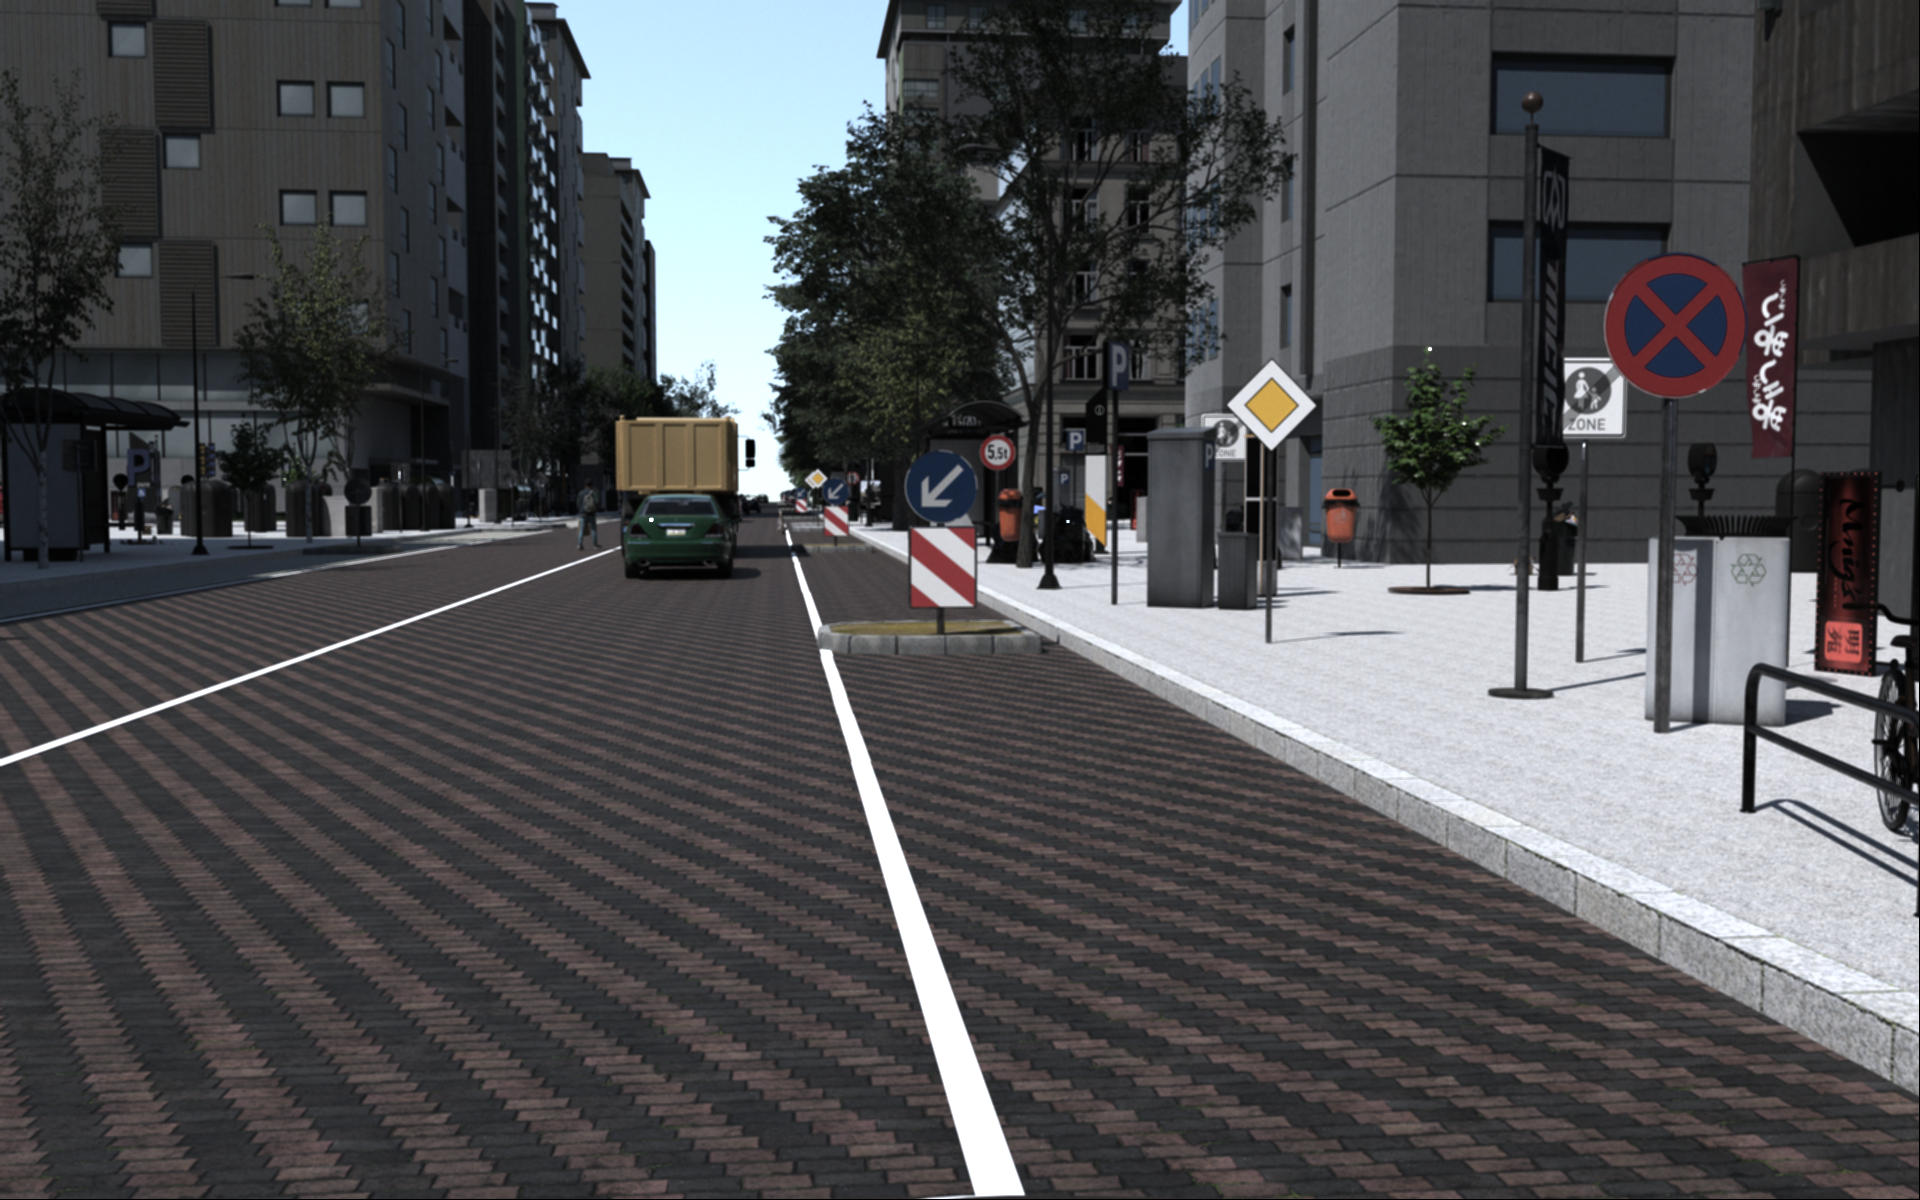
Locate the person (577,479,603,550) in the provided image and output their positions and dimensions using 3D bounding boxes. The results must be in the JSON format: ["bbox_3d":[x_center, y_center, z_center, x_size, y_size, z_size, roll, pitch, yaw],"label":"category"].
[{"bbox_3d":[-9.525,-2.185,44.209,0.794,1.824,0.713,2,4,31],"label":"person"}]

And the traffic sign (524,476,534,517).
[{"bbox_3d":[-23.766,-5.705,95.405,0.606,2.300,0.079,0,4,1],"label":"traffic sign"}]

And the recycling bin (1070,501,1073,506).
[{"bbox_3d":[3.884,-3.280,66.176,0.722,1.027,0.722,1,4,18],"label":"recycling bin"}]

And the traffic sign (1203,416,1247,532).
[{"bbox_3d":[3.395,-1.234,22.298,0.606,2.300,0.079,0,4,-6],"label":"traffic sign"}]

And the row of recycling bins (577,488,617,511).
[{"bbox_3d":[-27.097,-7.390,127.947,3.534,1.692,1.069,0,4,-5],"label":"row of recycling bins"}]

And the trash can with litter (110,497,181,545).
[{"bbox_3d":[-21.033,-2.052,44.602,1.678,1.210,2.233,-2,4,-27],"label":"trash can with litter"}]

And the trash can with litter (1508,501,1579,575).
[{"bbox_3d":[9.215,-0.976,27.349,1.055,1.170,0.624,1,4,20],"label":"trash can with litter"}]

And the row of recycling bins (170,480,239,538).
[{"bbox_3d":[-22.769,-2.755,52.163,1.069,1.692,3.534,-2,4,-35],"label":"row of recycling bins"}]

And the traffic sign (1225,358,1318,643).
[{"bbox_3d":[2.652,-0.835,14.831,0.795,2.450,0.064,0,4,-4],"label":"traffic sign"}]

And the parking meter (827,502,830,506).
[{"bbox_3d":[-8.666,-6.562,115.698,0.372,1.533,0.369,0,3,0],"label":"parking meter"}]

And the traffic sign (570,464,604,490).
[{"bbox_3d":[-25.477,-7.616,118.387,2.265,3.308,0.079,0,4,-1],"label":"traffic sign"}]

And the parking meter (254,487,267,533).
[{"bbox_3d":[-23.359,-3.021,57.808,0.372,1.533,0.369,0,3,0],"label":"parking meter"}]

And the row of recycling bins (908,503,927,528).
[{"bbox_3d":[-0.809,-2.546,48.741,1.069,1.692,3.534,1,4,10],"label":"row of recycling bins"}]

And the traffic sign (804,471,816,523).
[{"bbox_3d":[-6.407,-4.405,75.671,0.795,2.450,0.064,0,4,-6],"label":"traffic sign"}]

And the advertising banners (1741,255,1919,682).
[{"bbox_3d":[6.327,-0.982,12.251,0.090,3.025,2.074,-1,4,-23],"label":"advertising banners"}]

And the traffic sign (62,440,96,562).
[{"bbox_3d":[-16.611,-1.869,32.683,0.606,2.300,0.079,0,4,-3],"label":"traffic sign"}]

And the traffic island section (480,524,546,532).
[{"bbox_3d":[-17.208,-2.709,66.569,2.009,0.180,2.903,0,4,-6],"label":"traffic island section"}]

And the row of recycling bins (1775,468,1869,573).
[{"bbox_3d":[15.014,-1.265,27.798,3.534,1.692,1.069,2,4,30],"label":"row of recycling bins"}]

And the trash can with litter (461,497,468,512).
[{"bbox_3d":[-35.095,-6.831,123.079,1.055,1.170,0.624,2,4,34],"label":"trash can with litter"}]

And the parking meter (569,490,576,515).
[{"bbox_3d":[-23.253,-5.847,104.010,0.372,1.533,0.369,0,3,0],"label":"parking meter"}]

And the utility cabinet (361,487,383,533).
[{"bbox_3d":[-19.575,-2.950,56.915,1.173,1.500,0.318,1,4,16],"label":"utility cabinet"}]

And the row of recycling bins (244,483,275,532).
[{"bbox_3d":[-24.479,-3.272,60.607,1.069,1.692,3.534,-1,4,-20],"label":"row of recycling bins"}]

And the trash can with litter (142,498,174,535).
[{"bbox_3d":[-25.365,-2.645,54.636,1.055,1.170,0.624,-1,4,-20],"label":"trash can with litter"}]

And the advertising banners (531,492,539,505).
[{"bbox_3d":[-31.513,-7.887,125.135,2.074,3.025,0.090,-1,4,-11],"label":"advertising banners"}]

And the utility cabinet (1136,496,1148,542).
[{"bbox_3d":[4.894,-2.160,46.470,0.306,1.237,1.020,1,4,9],"label":"utility cabinet"}]

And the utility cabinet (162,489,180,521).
[{"bbox_3d":[-36.355,-4.358,79.931,0.318,1.500,1.173,0,4,5],"label":"utility cabinet"}]

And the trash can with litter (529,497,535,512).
[{"bbox_3d":[-30.381,-6.868,123.681,1.055,1.170,0.624,-2,4,-23],"label":"trash can with litter"}]

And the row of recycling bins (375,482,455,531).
[{"bbox_3d":[-19.476,-3.360,62.050,1.069,1.692,3.534,2,4,28],"label":"row of recycling bins"}]

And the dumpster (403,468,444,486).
[{"bbox_3d":[-20.082,-3.813,64.842,1.502,2.255,1.985,0,4,-6],"label":"dumpster"}]

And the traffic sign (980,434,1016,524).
[{"bbox_3d":[0.804,-2.258,37.022,0.768,2.556,0.104,0,4,1],"label":"traffic sign"}]

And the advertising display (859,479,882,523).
[{"bbox_3d":[-3.910,-4.321,75.858,0.974,1.923,0.123,1,4,8],"label":"advertising display"}]

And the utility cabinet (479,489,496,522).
[{"bbox_3d":[-21.112,-4.210,77.510,0.318,1.500,1.173,1,4,11],"label":"utility cabinet"}]

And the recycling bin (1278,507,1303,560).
[{"bbox_3d":[6.298,-1.303,33.855,0.722,1.027,0.722,0,4,4],"label":"recycling bin"}]

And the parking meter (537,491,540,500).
[{"bbox_3d":[-33.617,-7.926,137.997,0.372,1.533,0.369,0,3,0],"label":"parking meter"}]

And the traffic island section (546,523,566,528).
[{"bbox_3d":[-18.059,-3.194,74.509,2.009,0.180,2.903,0,4,-6],"label":"traffic island section"}]

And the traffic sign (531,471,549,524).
[{"bbox_3d":[-18.037,-4.331,74.449,0.795,2.450,0.064,0,4,-6],"label":"traffic sign"}]

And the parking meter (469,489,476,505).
[{"bbox_3d":[-27.550,-5.628,97.731,0.399,1.863,0.255,-2,4,-29],"label":"parking meter"}]

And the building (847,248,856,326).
[{"bbox_3d":[-7.903,-41.352,295.709,23.786,49.044,30.456,0,4,-6],"label":"building"}]

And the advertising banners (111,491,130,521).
[{"bbox_3d":[-40.438,-5.303,82.889,0.090,3.025,2.074,1,4,16],"label":"advertising banners"}]

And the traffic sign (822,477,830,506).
[{"bbox_3d":[-9.695,-7.686,125.776,0.768,2.556,0.104,0,4,-6],"label":"traffic sign"}]

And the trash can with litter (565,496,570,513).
[{"bbox_3d":[-25.989,-6.432,116.547,0.624,1.170,1.055,3,4,36],"label":"trash can with litter"}]

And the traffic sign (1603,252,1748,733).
[{"bbox_3d":[3.776,-0.559,9.243,0.768,2.556,0.104,0,4,-1],"label":"traffic sign"}]

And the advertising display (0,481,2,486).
[{"bbox_3d":[-46.487,-4.788,83.494,0.123,1.923,0.974,0,4,0],"label":"advertising display"}]

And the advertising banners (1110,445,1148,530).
[{"bbox_3d":[6.354,-4.009,61.735,2.074,3.025,0.090,1,4,15],"label":"advertising banners"}]

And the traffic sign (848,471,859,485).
[{"bbox_3d":[-6.038,-5.947,97.346,0.768,2.556,0.104,0,4,2],"label":"traffic sign"}]

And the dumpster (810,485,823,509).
[{"bbox_3d":[-12.151,-8.957,148.932,1.502,2.255,1.985,0,4,-6],"label":"dumpster"}]

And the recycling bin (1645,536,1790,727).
[{"bbox_3d":[4.357,0.159,9.958,0.722,1.027,0.722,2,4,25],"label":"recycling bin"}]

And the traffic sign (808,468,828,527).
[{"bbox_3d":[-5.555,-3.920,67.732,0.795,2.450,0.064,0,4,-6],"label":"traffic sign"}]

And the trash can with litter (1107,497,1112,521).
[{"bbox_3d":[7.140,-4.418,83.626,0.624,1.170,1.055,-2,4,-34],"label":"trash can with litter"}]

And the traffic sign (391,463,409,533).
[{"bbox_3d":[-18.544,-3.380,57.388,0.606,2.300,0.079,0,4,-2],"label":"traffic sign"}]

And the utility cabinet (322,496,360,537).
[{"bbox_3d":[-18.547,-2.486,51.810,1.020,1.237,0.306,1,4,20],"label":"utility cabinet"}]

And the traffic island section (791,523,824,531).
[{"bbox_3d":[-5.533,-2.785,67.811,2.009,0.180,2.903,0,4,-6],"label":"traffic island section"}]

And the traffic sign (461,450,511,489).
[{"bbox_3d":[-21.767,-5.245,79.626,2.265,3.308,0.079,0,4,-2],"label":"traffic sign"}]

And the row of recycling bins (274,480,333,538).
[{"bbox_3d":[-19.864,-2.794,52.798,1.069,1.692,3.534,-1,4,-10],"label":"row of recycling bins"}]

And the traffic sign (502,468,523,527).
[{"bbox_3d":[-17.185,-3.845,66.510,0.795,2.450,0.064,0,4,-6],"label":"traffic sign"}]

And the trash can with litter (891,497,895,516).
[{"bbox_3d":[-2.460,-3.917,75.429,1.055,1.170,0.624,1,4,12],"label":"trash can with litter"}]

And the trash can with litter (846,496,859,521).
[{"bbox_3d":[-5.040,-4.270,81.199,0.624,1.170,1.055,0,4,-3],"label":"trash can with litter"}]

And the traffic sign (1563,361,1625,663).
[{"bbox_3d":[4.718,-0.672,13.119,0.606,2.300,0.079,0,4,-2],"label":"traffic sign"}]

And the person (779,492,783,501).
[{"bbox_3d":[-30.248,-17.406,293.907,1.217,1.723,0.721,1,4,12],"label":"person"}]
